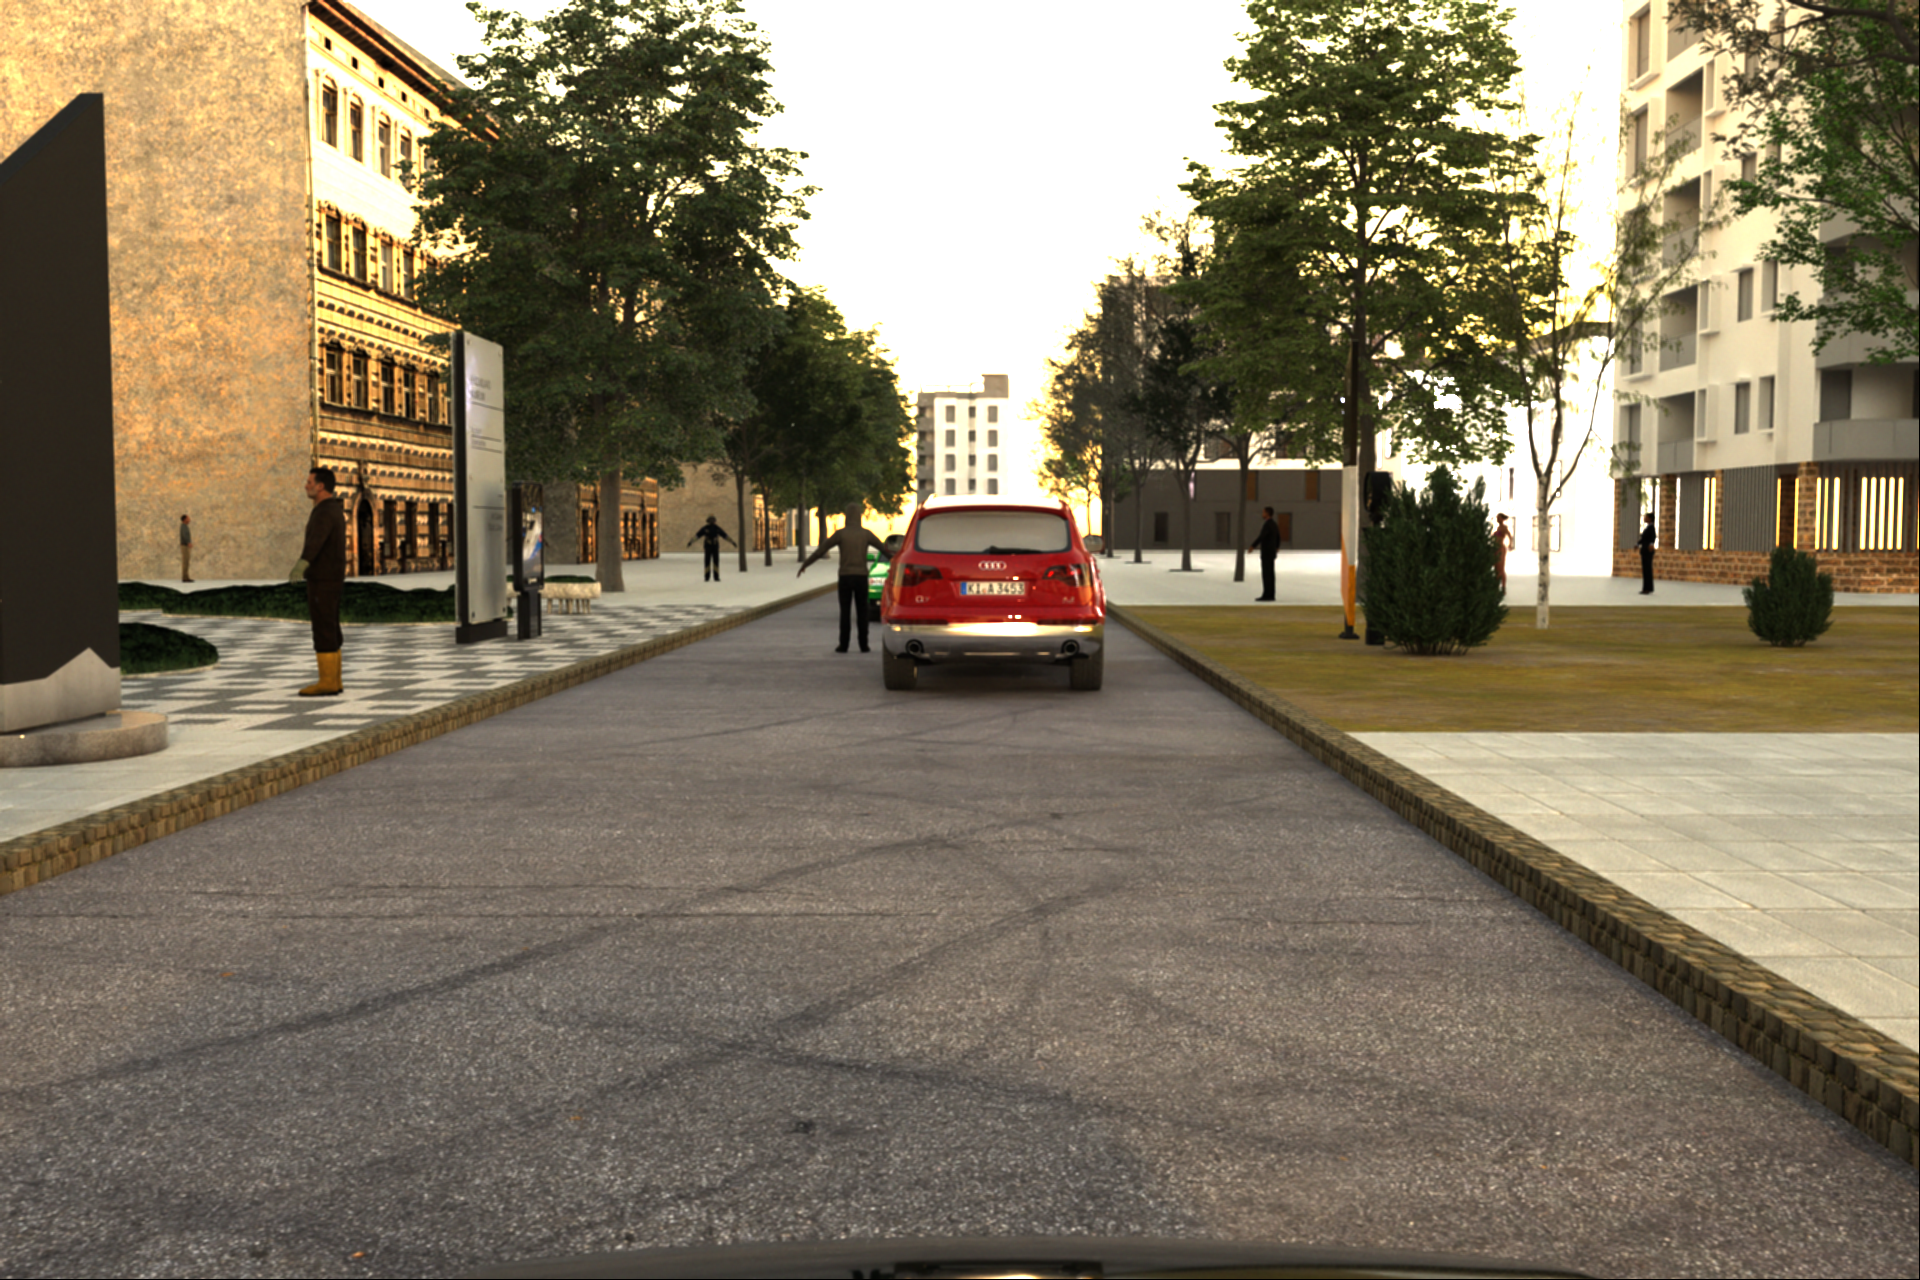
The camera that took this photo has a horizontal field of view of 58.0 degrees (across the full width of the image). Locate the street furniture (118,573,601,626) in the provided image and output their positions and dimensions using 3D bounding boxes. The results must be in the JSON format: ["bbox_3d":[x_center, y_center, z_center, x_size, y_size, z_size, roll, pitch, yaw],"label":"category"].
[{"bbox_3d":[-10.602,-0.770,28.222,10.072,0.657,5.734,2,4,34],"label":"street furniture"}]

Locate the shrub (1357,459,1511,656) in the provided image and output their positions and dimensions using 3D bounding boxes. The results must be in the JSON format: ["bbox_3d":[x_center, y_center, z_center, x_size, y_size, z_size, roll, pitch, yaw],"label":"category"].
[{"bbox_3d":[5.054,-0.881,18.450,1.661,2.075,1.752,0,3,0],"label":"shrub"}]

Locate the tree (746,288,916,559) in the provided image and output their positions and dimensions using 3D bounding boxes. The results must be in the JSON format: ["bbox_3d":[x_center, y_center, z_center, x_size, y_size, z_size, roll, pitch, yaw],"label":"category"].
[{"bbox_3d":[-7.086,-11.176,89.381,9.857,13.997,8.962,0,3,0],"label":"tree"}]

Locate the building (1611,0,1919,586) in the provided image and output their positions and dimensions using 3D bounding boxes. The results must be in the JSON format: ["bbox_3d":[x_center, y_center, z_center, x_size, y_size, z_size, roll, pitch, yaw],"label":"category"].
[{"bbox_3d":[24.545,-11.814,49.578,16.016,20.090,11.380,0,4,1],"label":"building"}]

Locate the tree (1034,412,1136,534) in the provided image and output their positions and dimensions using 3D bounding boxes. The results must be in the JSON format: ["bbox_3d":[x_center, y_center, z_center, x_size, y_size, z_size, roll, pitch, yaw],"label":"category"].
[{"bbox_3d":[8.426,-11.117,116.180,7.601,10.594,8.767,0,4,-5],"label":"tree"}]

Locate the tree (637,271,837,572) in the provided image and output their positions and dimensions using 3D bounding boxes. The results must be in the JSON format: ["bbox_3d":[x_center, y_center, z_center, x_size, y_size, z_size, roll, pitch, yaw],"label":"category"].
[{"bbox_3d":[-7.698,-7.605,58.753,7.601,10.594,8.767,-3,5,-40],"label":"tree"}]

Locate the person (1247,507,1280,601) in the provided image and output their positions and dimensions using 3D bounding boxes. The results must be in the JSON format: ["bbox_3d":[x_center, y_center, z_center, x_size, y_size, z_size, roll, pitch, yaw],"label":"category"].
[{"bbox_3d":[5.896,-1.655,33.279,0.704,1.802,1.346,2,4,33],"label":"person"}]

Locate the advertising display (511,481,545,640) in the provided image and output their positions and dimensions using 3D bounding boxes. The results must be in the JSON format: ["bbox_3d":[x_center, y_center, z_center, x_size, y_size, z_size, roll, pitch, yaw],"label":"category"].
[{"bbox_3d":[-5.306,-0.985,21.311,0.123,1.923,0.974,0,4,2],"label":"advertising display"}]

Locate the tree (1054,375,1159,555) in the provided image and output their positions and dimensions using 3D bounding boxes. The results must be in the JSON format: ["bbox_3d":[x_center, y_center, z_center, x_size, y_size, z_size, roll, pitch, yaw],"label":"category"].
[{"bbox_3d":[8.974,-11.051,106.446,9.928,11.665,9.643,0,3,0],"label":"tree"}]

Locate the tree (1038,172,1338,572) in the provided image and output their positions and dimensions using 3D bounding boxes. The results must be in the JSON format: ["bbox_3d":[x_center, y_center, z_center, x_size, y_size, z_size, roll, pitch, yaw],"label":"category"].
[{"bbox_3d":[7.750,-9.100,59.161,12.009,13.543,11.850,0,3,0],"label":"tree"}]

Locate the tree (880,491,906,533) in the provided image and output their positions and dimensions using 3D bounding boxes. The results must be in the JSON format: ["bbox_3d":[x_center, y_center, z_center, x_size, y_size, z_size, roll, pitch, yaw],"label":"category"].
[{"bbox_3d":[-8.347,-15.598,205.383,4.737,8.622,4.395,0,3,0],"label":"tree"}]

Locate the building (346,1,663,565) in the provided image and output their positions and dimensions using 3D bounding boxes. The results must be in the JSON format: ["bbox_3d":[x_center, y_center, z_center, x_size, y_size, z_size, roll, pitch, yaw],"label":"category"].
[{"bbox_3d":[-25.109,-15.299,81.072,19.493,23.208,18.063,0,4,1],"label":"building"}]

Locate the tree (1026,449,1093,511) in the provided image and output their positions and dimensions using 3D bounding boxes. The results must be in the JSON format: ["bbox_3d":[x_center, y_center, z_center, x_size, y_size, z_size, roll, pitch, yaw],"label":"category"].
[{"bbox_3d":[11.992,-17.144,206.057,9.928,11.665,9.643,0,3,0],"label":"tree"}]

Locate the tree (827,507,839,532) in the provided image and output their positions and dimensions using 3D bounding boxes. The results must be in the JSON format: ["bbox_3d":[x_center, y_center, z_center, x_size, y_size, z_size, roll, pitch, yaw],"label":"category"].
[{"bbox_3d":[-14.738,-15.414,202.388,4.737,8.622,4.395,0,3,0],"label":"tree"}]

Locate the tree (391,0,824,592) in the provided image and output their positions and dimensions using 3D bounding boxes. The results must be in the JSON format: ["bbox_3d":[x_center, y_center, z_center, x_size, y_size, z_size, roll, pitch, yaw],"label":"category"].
[{"bbox_3d":[-7.856,-8.041,38.130,9.857,13.997,8.962,0,3,0],"label":"tree"}]

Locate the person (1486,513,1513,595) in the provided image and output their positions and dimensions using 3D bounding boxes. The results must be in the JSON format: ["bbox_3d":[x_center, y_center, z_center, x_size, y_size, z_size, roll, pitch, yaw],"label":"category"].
[{"bbox_3d":[11.373,-1.829,36.707,0.721,1.733,1.217,-1,4,-13],"label":"person"}]

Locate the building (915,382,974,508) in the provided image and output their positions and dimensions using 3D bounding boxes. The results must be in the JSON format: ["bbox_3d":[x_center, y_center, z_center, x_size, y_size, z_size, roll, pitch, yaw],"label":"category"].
[{"bbox_3d":[-4.978,-21.387,208.559,11.380,20.090,16.016,0,4,5],"label":"building"}]

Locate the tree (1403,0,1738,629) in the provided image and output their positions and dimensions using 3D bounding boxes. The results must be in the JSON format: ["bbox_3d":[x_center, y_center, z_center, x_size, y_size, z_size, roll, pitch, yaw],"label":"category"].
[{"bbox_3d":[7.924,-4.465,23.372,4.360,8.622,3.978,0,3,0],"label":"tree"}]

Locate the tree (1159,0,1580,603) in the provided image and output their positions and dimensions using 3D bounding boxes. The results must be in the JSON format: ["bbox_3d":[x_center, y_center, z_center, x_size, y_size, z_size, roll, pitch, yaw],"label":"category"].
[{"bbox_3d":[7.288,-6.983,32.296,7.486,12.596,7.792,0,3,0],"label":"tree"}]

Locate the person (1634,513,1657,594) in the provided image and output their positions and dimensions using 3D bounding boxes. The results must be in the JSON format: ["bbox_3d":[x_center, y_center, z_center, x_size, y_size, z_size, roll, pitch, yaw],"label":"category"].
[{"bbox_3d":[14.614,-1.851,36.990,0.721,1.740,1.216,0,4,6],"label":"person"}]

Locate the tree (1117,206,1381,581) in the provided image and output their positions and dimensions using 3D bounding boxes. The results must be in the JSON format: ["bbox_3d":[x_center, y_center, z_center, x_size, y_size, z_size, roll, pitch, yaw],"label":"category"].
[{"bbox_3d":[7.904,-6.868,46.696,7.601,10.594,8.767,-1,4,-12],"label":"tree"}]

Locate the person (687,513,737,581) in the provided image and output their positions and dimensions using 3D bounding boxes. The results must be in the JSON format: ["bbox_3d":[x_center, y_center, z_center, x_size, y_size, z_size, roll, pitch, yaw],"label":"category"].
[{"bbox_3d":[-6.772,-2.536,47.250,1.354,1.856,0.705,-1,4,-15],"label":"person"}]

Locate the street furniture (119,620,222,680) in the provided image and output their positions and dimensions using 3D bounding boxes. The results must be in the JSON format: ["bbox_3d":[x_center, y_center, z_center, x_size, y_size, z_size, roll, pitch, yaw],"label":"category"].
[{"bbox_3d":[-11.905,0.045,14.889,10.072,0.657,5.734,-2,4,-35],"label":"street furniture"}]

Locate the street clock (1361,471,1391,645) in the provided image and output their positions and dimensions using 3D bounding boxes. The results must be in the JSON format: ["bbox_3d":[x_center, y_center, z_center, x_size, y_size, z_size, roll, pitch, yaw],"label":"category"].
[{"bbox_3d":[4.810,-0.945,20.014,0.358,2.002,0.471,0,4,2],"label":"street clock"}]

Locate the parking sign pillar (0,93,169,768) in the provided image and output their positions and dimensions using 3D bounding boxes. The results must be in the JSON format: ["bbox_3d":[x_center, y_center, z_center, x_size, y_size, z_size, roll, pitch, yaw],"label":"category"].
[{"bbox_3d":[-5.439,-1.320,10.051,1.447,3.967,1.447,0,4,1],"label":"parking sign pillar"}]

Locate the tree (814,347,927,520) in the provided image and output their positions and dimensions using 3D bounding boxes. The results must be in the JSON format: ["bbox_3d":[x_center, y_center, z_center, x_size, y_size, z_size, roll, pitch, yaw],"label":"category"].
[{"bbox_3d":[-6.930,-12.831,116.446,9.857,13.997,8.962,0,3,0],"label":"tree"}]

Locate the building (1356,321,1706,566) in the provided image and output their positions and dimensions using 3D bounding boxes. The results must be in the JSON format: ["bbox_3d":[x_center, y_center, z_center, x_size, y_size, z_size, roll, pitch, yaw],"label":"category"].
[{"bbox_3d":[25.499,-8.583,82.474,9.099,9.664,28.070,0,4,1],"label":"building"}]

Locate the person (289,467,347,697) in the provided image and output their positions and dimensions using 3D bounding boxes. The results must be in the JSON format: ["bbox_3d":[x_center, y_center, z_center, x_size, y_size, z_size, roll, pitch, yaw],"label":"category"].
[{"bbox_3d":[-5.103,-0.470,13.819,0.704,1.812,1.346,-1,4,-10],"label":"person"}]

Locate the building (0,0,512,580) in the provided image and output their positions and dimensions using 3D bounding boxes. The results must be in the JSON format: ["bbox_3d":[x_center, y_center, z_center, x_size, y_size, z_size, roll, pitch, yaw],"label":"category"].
[{"bbox_3d":[-26.991,-13.838,57.172,19.493,23.208,18.063,0,4,2],"label":"building"}]

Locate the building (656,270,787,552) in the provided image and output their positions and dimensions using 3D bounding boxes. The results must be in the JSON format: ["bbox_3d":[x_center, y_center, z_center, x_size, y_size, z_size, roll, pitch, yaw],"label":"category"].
[{"bbox_3d":[-23.928,-18.575,134.627,19.493,23.208,18.063,0,4,2],"label":"building"}]

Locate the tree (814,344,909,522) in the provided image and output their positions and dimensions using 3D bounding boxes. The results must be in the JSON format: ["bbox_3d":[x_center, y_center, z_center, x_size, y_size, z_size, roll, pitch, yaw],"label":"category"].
[{"bbox_3d":[-6.977,-11.378,104.155,7.486,12.596,7.792,0,3,0],"label":"tree"}]

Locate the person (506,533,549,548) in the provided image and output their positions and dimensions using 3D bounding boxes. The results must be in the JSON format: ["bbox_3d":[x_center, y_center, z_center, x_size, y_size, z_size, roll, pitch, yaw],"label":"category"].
[{"bbox_3d":[-11.599,-2.451,46.197,1.348,1.813,0.705,0,4,4],"label":"person"}]

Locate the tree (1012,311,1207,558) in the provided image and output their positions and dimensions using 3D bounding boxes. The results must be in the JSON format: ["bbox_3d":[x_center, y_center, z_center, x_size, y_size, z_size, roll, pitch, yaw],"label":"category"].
[{"bbox_3d":[7.977,-11.171,93.012,12.009,13.543,11.850,0,3,0],"label":"tree"}]

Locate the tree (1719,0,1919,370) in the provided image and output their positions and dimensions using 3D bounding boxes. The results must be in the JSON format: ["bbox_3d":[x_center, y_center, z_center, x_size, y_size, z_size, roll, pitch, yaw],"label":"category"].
[{"bbox_3d":[16.616,-6.252,27.984,9.928,11.665,9.643,0,3,0],"label":"tree"}]

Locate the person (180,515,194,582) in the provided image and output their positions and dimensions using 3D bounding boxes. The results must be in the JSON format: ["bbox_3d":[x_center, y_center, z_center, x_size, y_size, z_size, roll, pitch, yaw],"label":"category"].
[{"bbox_3d":[-20.620,-2.442,46.196,0.705,1.796,1.348,-2,4,-26],"label":"person"}]

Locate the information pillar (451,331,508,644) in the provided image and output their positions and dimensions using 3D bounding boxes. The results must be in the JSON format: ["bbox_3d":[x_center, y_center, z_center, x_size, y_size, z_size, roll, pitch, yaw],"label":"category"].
[{"bbox_3d":[-5.804,-1.813,20.953,0.184,3.620,1.656,0,4,0],"label":"information pillar"}]

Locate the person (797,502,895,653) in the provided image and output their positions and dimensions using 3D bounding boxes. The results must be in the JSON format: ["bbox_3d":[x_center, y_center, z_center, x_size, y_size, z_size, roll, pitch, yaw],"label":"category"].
[{"bbox_3d":[-1.296,-0.760,21.008,1.348,1.813,0.705,-1,4,-9],"label":"person"}]

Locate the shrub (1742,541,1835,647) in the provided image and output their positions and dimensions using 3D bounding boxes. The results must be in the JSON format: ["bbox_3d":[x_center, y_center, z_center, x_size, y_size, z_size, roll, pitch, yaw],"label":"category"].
[{"bbox_3d":[9.461,-0.530,19.784,1.383,1.207,1.383,0,3,0],"label":"shrub"}]

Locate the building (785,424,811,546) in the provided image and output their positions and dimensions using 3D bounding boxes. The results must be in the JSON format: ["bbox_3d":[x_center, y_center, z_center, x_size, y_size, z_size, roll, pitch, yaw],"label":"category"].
[{"bbox_3d":[-25.738,-19.168,179.858,16.747,18.905,31.486,0,4,2],"label":"building"}]

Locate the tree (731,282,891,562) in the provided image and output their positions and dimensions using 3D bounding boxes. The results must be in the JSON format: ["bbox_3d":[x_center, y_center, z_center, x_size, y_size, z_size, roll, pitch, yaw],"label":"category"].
[{"bbox_3d":[-6.989,-9.783,78.080,7.486,12.596,7.792,0,3,0],"label":"tree"}]

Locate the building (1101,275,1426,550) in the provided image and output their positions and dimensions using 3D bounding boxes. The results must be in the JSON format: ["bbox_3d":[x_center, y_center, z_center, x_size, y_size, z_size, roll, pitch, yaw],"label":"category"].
[{"bbox_3d":[26.252,-18.910,153.158,27.936,21.610,32.646,0,4,1],"label":"building"}]

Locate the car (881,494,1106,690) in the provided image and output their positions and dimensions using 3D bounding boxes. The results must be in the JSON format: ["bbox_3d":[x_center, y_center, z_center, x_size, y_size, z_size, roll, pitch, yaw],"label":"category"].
[{"bbox_3d":[0.344,-0.536,17.435,2.281,1.827,5.304,0,4,1],"label":"car"}]

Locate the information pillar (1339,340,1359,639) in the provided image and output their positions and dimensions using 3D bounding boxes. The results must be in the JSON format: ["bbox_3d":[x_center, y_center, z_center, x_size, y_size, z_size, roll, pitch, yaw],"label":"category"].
[{"bbox_3d":[4.778,-1.828,21.238,0.183,3.616,0.504,0,4,1],"label":"information pillar"}]

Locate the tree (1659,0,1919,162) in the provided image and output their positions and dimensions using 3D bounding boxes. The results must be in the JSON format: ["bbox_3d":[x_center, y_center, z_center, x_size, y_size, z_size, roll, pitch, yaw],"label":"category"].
[{"bbox_3d":[6.849,-6.057,9.408,12.009,13.543,11.850,0,3,0],"label":"tree"}]

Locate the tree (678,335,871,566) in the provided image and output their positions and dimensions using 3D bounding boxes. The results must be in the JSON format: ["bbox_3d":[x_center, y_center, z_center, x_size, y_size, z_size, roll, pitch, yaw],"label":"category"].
[{"bbox_3d":[-7.586,-8.241,69.147,8.767,10.594,7.601,0,4,5],"label":"tree"}]

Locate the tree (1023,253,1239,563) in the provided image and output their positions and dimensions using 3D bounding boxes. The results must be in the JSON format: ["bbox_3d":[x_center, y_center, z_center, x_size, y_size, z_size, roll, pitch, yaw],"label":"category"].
[{"bbox_3d":[7.882,-10.110,75.663,12.009,13.543,11.850,0,3,0],"label":"tree"}]

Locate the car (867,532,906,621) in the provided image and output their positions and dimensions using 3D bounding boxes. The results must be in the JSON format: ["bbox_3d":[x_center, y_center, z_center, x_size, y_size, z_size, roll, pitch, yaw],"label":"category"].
[{"bbox_3d":[-0.652,-1.285,29.803,1.959,1.807,4.718,0,4,1],"label":"car"}]
